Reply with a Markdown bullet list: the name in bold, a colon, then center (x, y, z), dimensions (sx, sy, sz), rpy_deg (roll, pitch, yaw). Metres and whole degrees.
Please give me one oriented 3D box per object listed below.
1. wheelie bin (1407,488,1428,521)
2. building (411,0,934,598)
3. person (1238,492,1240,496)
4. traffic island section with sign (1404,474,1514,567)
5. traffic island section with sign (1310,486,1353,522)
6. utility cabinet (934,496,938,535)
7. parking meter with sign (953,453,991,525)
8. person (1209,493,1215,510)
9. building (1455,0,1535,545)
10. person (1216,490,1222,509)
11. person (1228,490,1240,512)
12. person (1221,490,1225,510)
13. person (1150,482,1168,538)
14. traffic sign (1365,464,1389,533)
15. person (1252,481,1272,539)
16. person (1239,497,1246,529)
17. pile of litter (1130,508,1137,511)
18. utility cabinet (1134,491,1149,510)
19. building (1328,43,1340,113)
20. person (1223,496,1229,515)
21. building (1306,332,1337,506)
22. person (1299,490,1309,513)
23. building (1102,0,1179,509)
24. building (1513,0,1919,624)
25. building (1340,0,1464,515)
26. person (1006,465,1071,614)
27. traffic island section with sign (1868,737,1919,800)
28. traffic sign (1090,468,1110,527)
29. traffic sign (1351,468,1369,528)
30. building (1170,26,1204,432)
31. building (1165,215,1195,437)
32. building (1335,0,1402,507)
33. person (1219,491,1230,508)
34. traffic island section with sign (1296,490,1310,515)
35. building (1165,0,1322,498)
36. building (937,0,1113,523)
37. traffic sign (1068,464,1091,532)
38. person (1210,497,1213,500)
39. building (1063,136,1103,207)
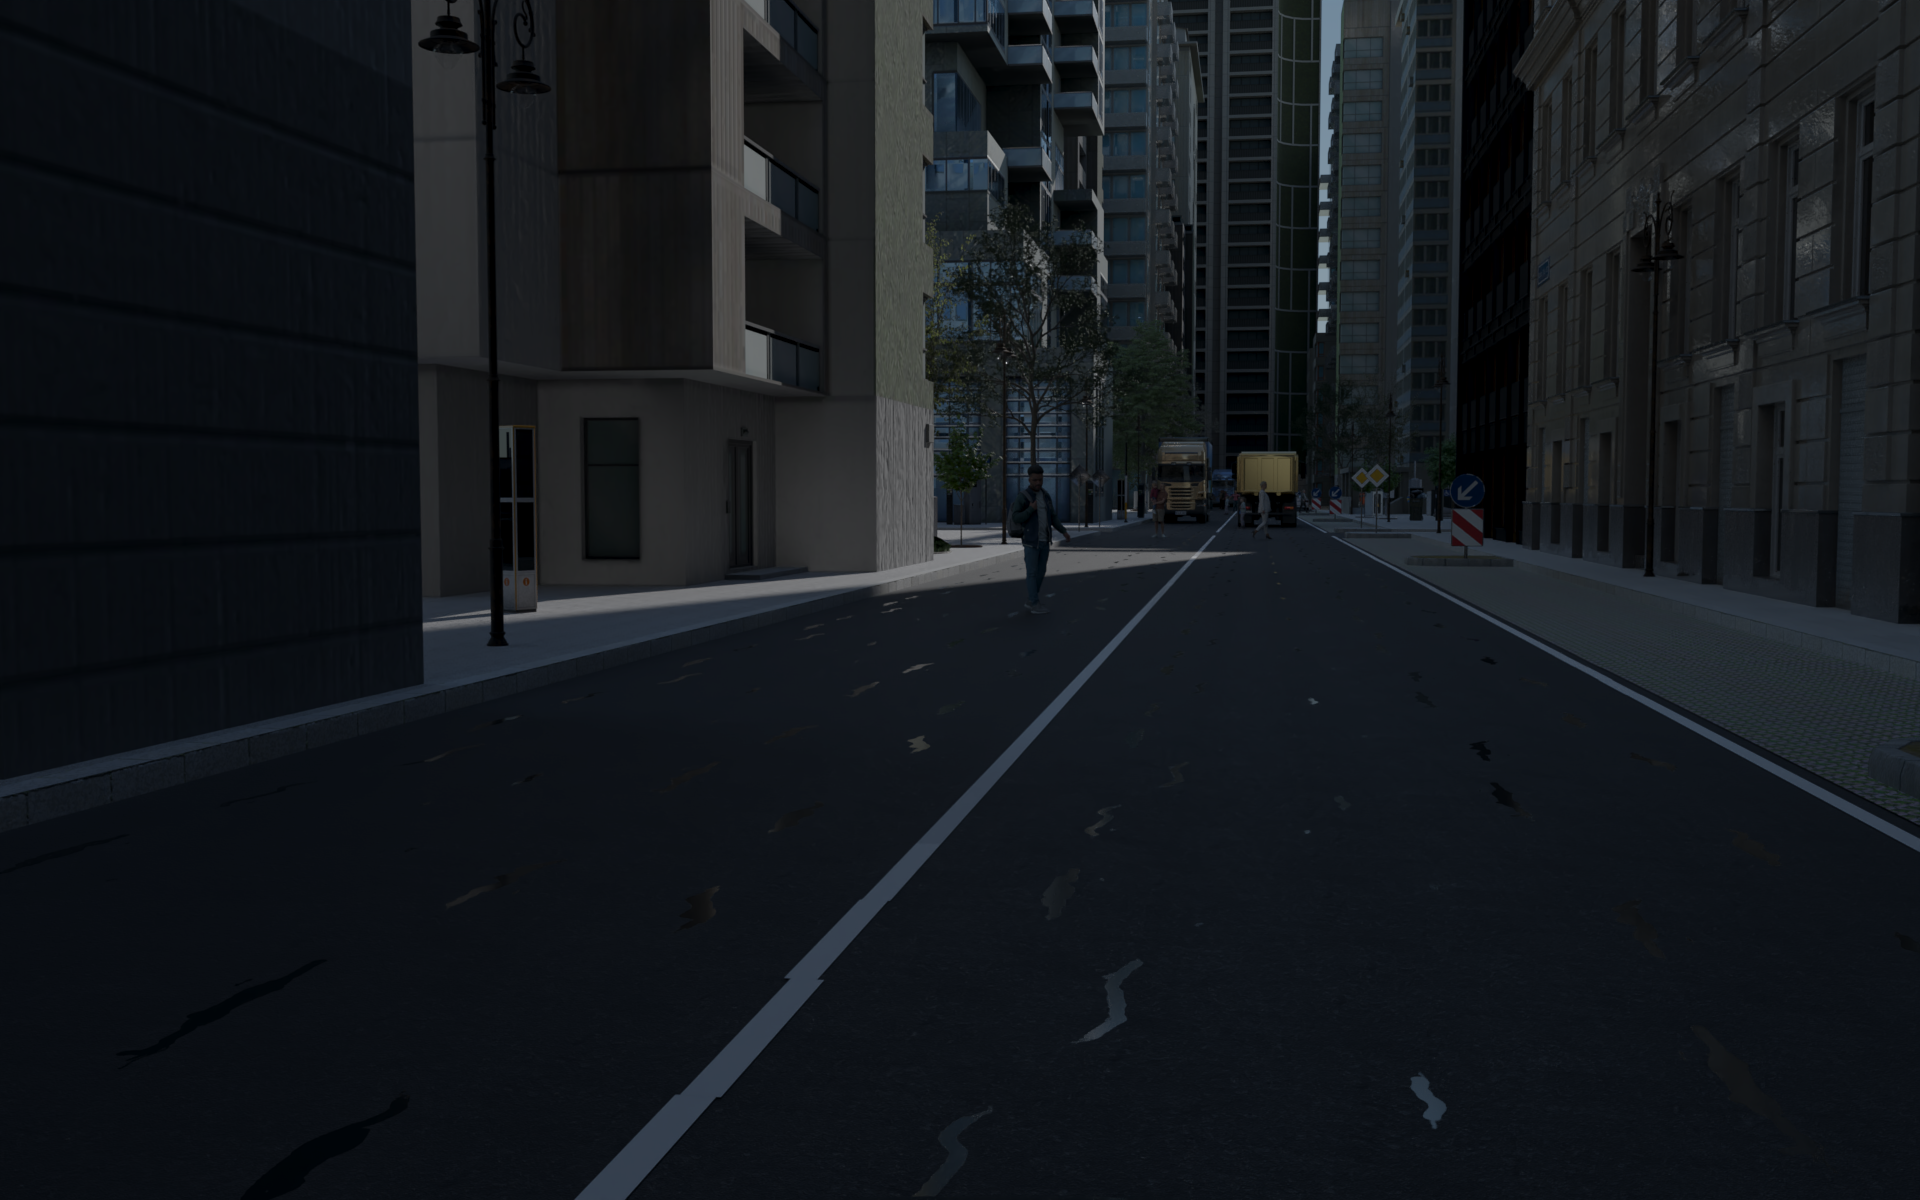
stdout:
- **wheelie bin**: center (22.023, -4.621, 83.456), dimensions (0.980, 1.594, 0.693), rpy_deg (1, 4, 17)
- **building**: center (-8.569, -20.980, 26.621), dimensions (14.154, 41.232, 14.086), rpy_deg (1, 4, 10)
- **person**: center (24.088, -8.531, 148.702), dimensions (0.721, 1.735, 1.217), rpy_deg (1, 4, 9)
- **traffic island section with sign**: center (10.028, -1.610, 34.952), dimensions (1.989, 1.847, 2.006), rpy_deg (1, 4, 10)
- **traffic island section with sign**: center (19.234, -4.940, 89.389), dimensions (1.989, 1.847, 2.006), rpy_deg (1, 4, 10)
- **utility cabinet**: center (-1.161, -2.342, 49.450), dimensions (1.020, 1.237, 0.306), rpy_deg (-1, 4, -21)
- **parking meter with sign**: center (0.493, -4.661, 72.461), dimensions (1.738, 3.016, 0.543), rpy_deg (-3, 5, -43)
- **person**: center (22.811, -9.131, 157.802), dimensions (1.348, 1.822, 0.705), rpy_deg (-3, 5, -40)
- **building**: center (20.999, -13.318, 47.422), dimensions (12.332, 23.373, 15.834), rpy_deg (1, 4, 10)
- **person**: center (25.268, -9.727, 167.544), dimensions (0.705, 1.823, 1.348), rpy_deg (-3, 5, -42)
- **person**: center (22.634, -8.136, 142.237), dimensions (1.217, 1.743, 0.721), rpy_deg (0, 4, 4)
- **person**: center (24.345, -9.280, 160.366), dimensions (0.705, 1.807, 1.348), rpy_deg (0, 4, 1)
- **person**: center (6.534, -2.976, 57.128), dimensions (0.580, 1.828, 0.573), rpy_deg (-1, 4, -12)
- **traffic sign**: center (13.758, -3.275, 57.189), dimensions (0.795, 2.450, 0.064), rpy_deg (1, 4, 10)
- **person**: center (9.579, -2.848, 54.940), dimensions (0.818, 1.842, 0.514), rpy_deg (-1, 4, -17)
- **person**: center (11.713, -3.616, 71.899), dimensions (0.394, 1.301, 0.425), rpy_deg (-1, 4, -17)
- **pile of litter**: center (13.429, -7.058, 129.357), dimensions (1.176, 0.858, 1.719), rpy_deg (-1, 4, -21)
- **utility cabinet**: center (14.046, -7.671, 134.092), dimensions (1.173, 1.500, 0.318), rpy_deg (-1, 4, -21)
- **building**: center (47.129, -33.523, 167.707), dimensions (23.786, 49.044, 30.456), rpy_deg (1, 4, 10)
- **person**: center (18.407, -6.540, 119.705), dimensions (0.394, 1.301, 0.425), rpy_deg (0, 4, 6)
- **building**: center (54.059, -21.552, 197.421), dimensions (27.650, 21.520, 28.899), rpy_deg (1, 4, 10)
- **person**: center (26.123, -7.495, 131.448), dimensions (0.834, 1.777, 0.661), rpy_deg (2, 4, 27)
- **building**: center (8.254, -32.900, 157.521), dimensions (23.786, 49.044, 30.456), rpy_deg (1, 4, 10)
- **building**: center (16.840, -14.067, 27.262), dimensions (12.463, 27.353, 25.104), rpy_deg (1, 4, 10)
- **building**: center (41.721, -25.742, 112.767), dimensions (32.217, 40.220, 23.993), rpy_deg (1, 4, 10)
- **person**: center (0.908, -0.732, 20.822), dimensions (0.721, 1.781, 0.623), rpy_deg (3, 5, 39)
- **traffic island section with sign**: center (5.487, 0.033, 8.091), dimensions (1.989, 1.847, 2.006), rpy_deg (1, 4, 10)
- **traffic sign**: center (5.385, -3.858, 66.718), dimensions (0.795, 2.450, 0.064), rpy_deg (1, 4, 10)
- **traffic sign**: center (15.089, -3.757, 65.063), dimensions (0.795, 2.450, 0.064), rpy_deg (1, 4, 10)
- **building**: center (14.282, -37.593, 203.892), dimensions (27.495, 52.752, 28.713), rpy_deg (1, 4, 10)
- **building**: center (16.848, -24.923, 179.195), dimensions (14.160, 30.474, 14.107), rpy_deg (1, 4, 10)
- **building**: center (38.815, -28.251, 145.498), dimensions (14.154, 41.232, 14.086), rpy_deg (1, 4, 10)
- **person**: center (24.817, -9.364, 162.322), dimensions (1.217, 1.743, 0.721), rpy_deg (3, 4, 37)
- **traffic island section with sign**: center (23.767, -6.580, 116.208), dimensions (1.989, 1.847, 2.006), rpy_deg (1, 4, 10)
- **building**: center (37.386, -48.490, 231.056), dimensions (20.611, 71.187, 20.563), rpy_deg (1, 4, 10)
- **building**: center (-2.567, -47.585, 90.681), dimensions (22.319, 86.520, 31.000), rpy_deg (1, 4, 10)
- **traffic sign**: center (4.054, -3.376, 58.844), dimensions (0.795, 2.450, 0.064), rpy_deg (1, 4, 10)
- **person**: center (21.265, -8.499, 148.240), dimensions (0.721, 1.735, 1.217), rpy_deg (3, 5, 44)
- **building**: center (2.484, -21.454, 122.469), dimensions (14.160, 30.474, 14.107), rpy_deg (1, 4, 10)
